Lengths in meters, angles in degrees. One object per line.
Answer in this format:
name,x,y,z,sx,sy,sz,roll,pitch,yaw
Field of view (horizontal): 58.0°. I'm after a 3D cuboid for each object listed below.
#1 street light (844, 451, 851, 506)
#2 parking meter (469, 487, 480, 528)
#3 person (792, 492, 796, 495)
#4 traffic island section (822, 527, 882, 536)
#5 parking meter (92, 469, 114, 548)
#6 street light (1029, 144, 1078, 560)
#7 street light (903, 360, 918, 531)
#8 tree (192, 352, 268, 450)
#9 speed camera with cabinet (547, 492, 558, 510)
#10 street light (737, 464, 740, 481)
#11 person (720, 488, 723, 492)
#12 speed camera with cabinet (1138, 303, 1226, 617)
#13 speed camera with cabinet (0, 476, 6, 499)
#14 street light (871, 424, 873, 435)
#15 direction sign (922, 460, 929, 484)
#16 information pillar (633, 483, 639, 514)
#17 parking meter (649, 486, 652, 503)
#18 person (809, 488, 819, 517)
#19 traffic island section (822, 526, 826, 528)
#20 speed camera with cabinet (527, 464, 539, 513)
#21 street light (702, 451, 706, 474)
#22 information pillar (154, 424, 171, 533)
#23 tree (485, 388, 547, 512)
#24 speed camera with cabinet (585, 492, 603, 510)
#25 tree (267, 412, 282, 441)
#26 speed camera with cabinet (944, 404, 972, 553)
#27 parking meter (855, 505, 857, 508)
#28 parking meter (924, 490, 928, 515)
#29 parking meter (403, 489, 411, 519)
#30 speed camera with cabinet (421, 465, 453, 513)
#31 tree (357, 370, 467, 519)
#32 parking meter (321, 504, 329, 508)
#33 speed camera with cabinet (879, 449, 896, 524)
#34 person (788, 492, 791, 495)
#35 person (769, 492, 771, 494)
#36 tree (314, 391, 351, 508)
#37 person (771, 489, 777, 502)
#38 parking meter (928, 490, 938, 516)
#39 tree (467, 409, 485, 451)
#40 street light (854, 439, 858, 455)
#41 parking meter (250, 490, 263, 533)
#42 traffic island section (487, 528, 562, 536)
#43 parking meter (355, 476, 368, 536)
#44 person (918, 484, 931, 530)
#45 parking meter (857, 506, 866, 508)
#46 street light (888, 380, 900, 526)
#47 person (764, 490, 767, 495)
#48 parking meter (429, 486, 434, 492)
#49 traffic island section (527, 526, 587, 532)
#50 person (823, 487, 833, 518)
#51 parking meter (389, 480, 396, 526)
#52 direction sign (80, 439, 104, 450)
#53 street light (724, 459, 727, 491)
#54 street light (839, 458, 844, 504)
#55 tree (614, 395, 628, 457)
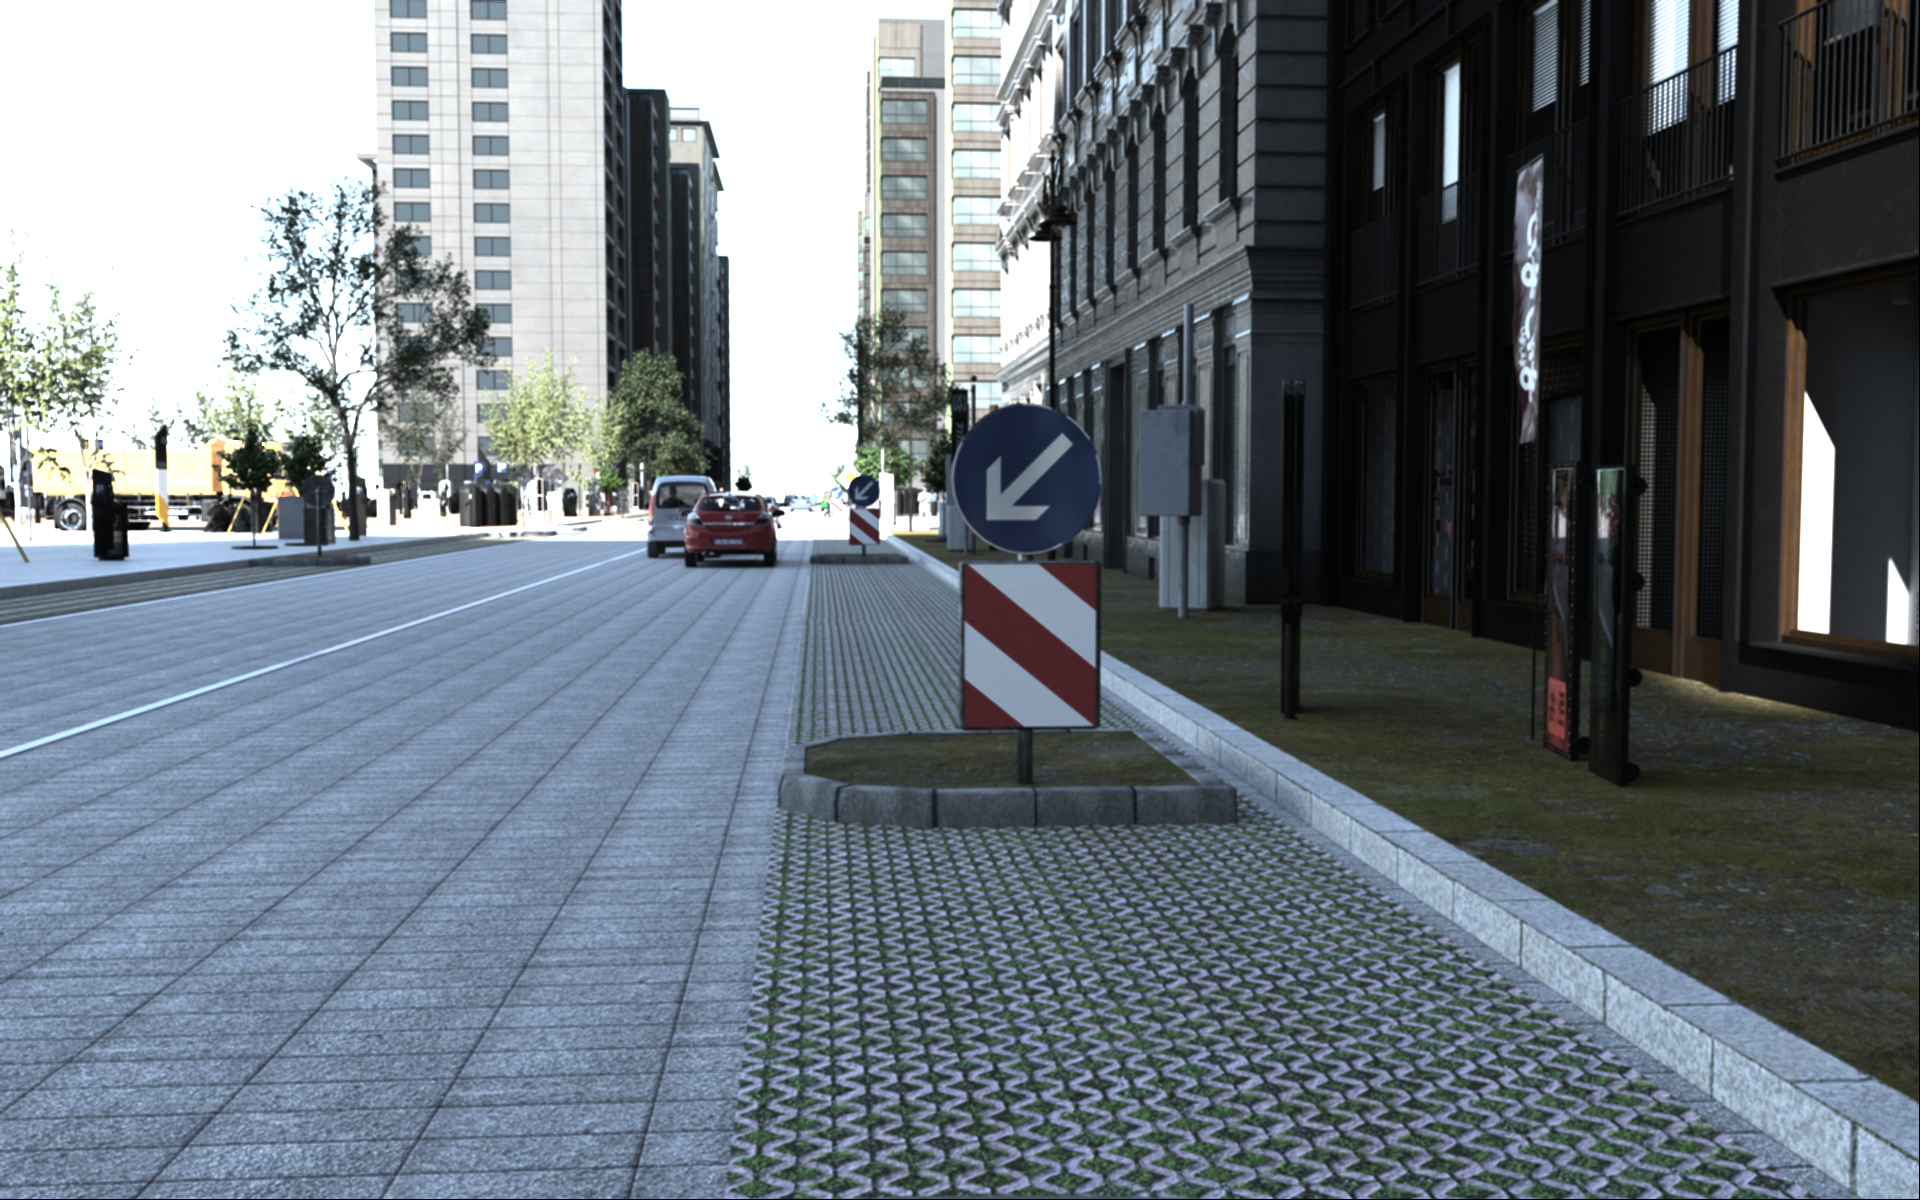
street light,-11.787,-12.895,183.613,0.468,5.910,1.993,0,4,-5
parking meter,-18.630,-3.552,66.494,0.372,1.533,0.369,0,3,0
person,-25.799,-15.984,269.865,1.348,1.821,0.705,-2,4,-29
traffic island section,-3.793,-2.344,60.609,2.009,0.180,2.903,0,4,-5
parking meter,-19.793,-2.099,40.026,0.399,1.863,0.255,0,4,-1
street light,1.244,-3.095,23.398,0.468,5.910,1.993,0,4,-5
street light,-1.708,-5.318,59.741,0.468,5.910,1.993,0,4,-5
tree,-38.865,-8.482,89.050,4.360,8.622,3.978,0,3,0
speed camera with cabinet,-33.198,-8.841,138.881,2.038,3.252,0.660,-2,4,-30
street light,-33.603,-17.753,263.042,0.468,5.910,1.993,0,4,-5
person,-13.561,-5.466,98.219,0.624,1.780,0.694,-1,4,-22
speed camera with cabinet,2.424,-1.496,18.794,0.660,3.252,2.038,1,4,19
speed camera with cabinet,-45.292,-5.298,80.962,0.660,3.252,2.038,-1,4,-9
street light,-5.418,-8.192,106.729,0.468,5.910,1.993,0,4,-5
direction sign,-2.250,-7.583,115.983,0.876,3.537,0.379,3,5,43
information pillar,-20.910,-6.562,111.772,0.304,2.012,0.304,0,4,-7
parking meter,-22.403,-7.323,125.441,0.255,1.863,0.399,-1,4,-9
person,-9.174,-6.119,108.889,0.444,1.785,0.601,-3,5,-44
traffic island section,-4.441,-2.831,68.568,2.009,0.180,2.903,0,4,-5
speed camera with cabinet,-28.162,-7.343,114.388,0.660,3.252,2.038,0,4,-7
street light,-27.083,-12.844,182.793,0.468,5.910,1.993,0,4,-5
information pillar,-26.579,-4.057,57.688,0.183,3.616,0.504,1,4,18
tree,-31.852,-10.734,125.856,4.360,8.622,3.978,0,3,0
speed camera with cabinet,-29.915,-8.992,141.354,0.660,3.252,2.038,-3,5,-40
tree,-48.849,-10.288,118.571,4.360,8.622,3.978,0,3,0
speed camera with cabinet,-0.015,-2.711,38.668,0.660,3.252,2.038,0,4,2
parking meter,-7.510,-7.422,127.052,0.255,1.863,0.399,-2,4,-24
parking meter,-2.035,-5.854,104.125,0.372,1.533,0.369,0,3,0
parking meter,-28.991,-5.041,90.837,0.372,1.533,0.369,0,3,0
speed camera with cabinet,-34.981,-7.425,115.739,2.038,3.252,0.660,0,4,6
tree,-27.881,-8.439,88.344,4.360,8.622,3.978,0,3,0
parking meter,-32.355,-4.880,88.197,0.372,1.533,0.369,0,3,0
speed camera with cabinet,-3.158,-4.998,76.056,0.660,3.252,2.038,0,4,-6
person,-22.907,-13.669,232.899,0.541,1.710,0.530,1,4,11
person,-27.748,-14.947,253.019,1.348,1.807,0.705,0,4,7
tree,-38.550,-9.358,103.362,4.737,8.622,4.395,0,3,0
person,-13.809,-7.325,128.275,0.388,1.821,0.555,2,4,31
parking meter,-1.499,-5.676,101.219,0.372,1.533,0.369,0,3,0
tree,-38.803,-10.986,129.990,4.360,8.622,3.978,0,3,0
street light,-8.872,-10.715,147.985,0.468,5.910,1.993,0,4,-5
parking meter,-23.013,-3.115,56.645,0.255,1.863,0.399,0,4,4
traffic island section,-15.048,-2.289,59.702,2.009,0.180,2.903,0,4,-5
parking meter,-18.401,-2.904,53.186,0.399,1.863,0.255,-1,4,-14
person,-1.353,-3.489,65.724,0.511,1.800,0.466,0,3,0
parking meter,-7.054,-7.363,126.102,0.255,1.863,0.399,-3,5,-43
street light,-2.668,-5.969,70.380,0.468,5.910,1.993,0,4,-5
person,-18.997,-9.781,168.425,0.705,1.824,1.348,-2,4,-26
parking meter,-35.977,-6.862,117.910,0.255,1.863,0.399,-1,4,-11
traffic island section,-15.695,-2.776,67.661,2.009,0.180,2.903,0,4,-5
person,-7.876,-5.831,103.746,0.656,1.842,0.836,3,5,39
parking meter,-23.012,-3.946,70.229,0.255,1.863,0.399,-1,4,-17
direction sign,-35.623,-4.842,71.166,0.876,3.537,0.379,-2,4,-31
street light,-30.781,-15.573,227.406,0.468,5.910,1.993,0,4,-5
street light,-15.602,-15.798,231.089,0.468,5.910,1.993,0,4,-5
tree,-26.029,-10.737,125.911,4.737,8.622,4.395,0,3,0
